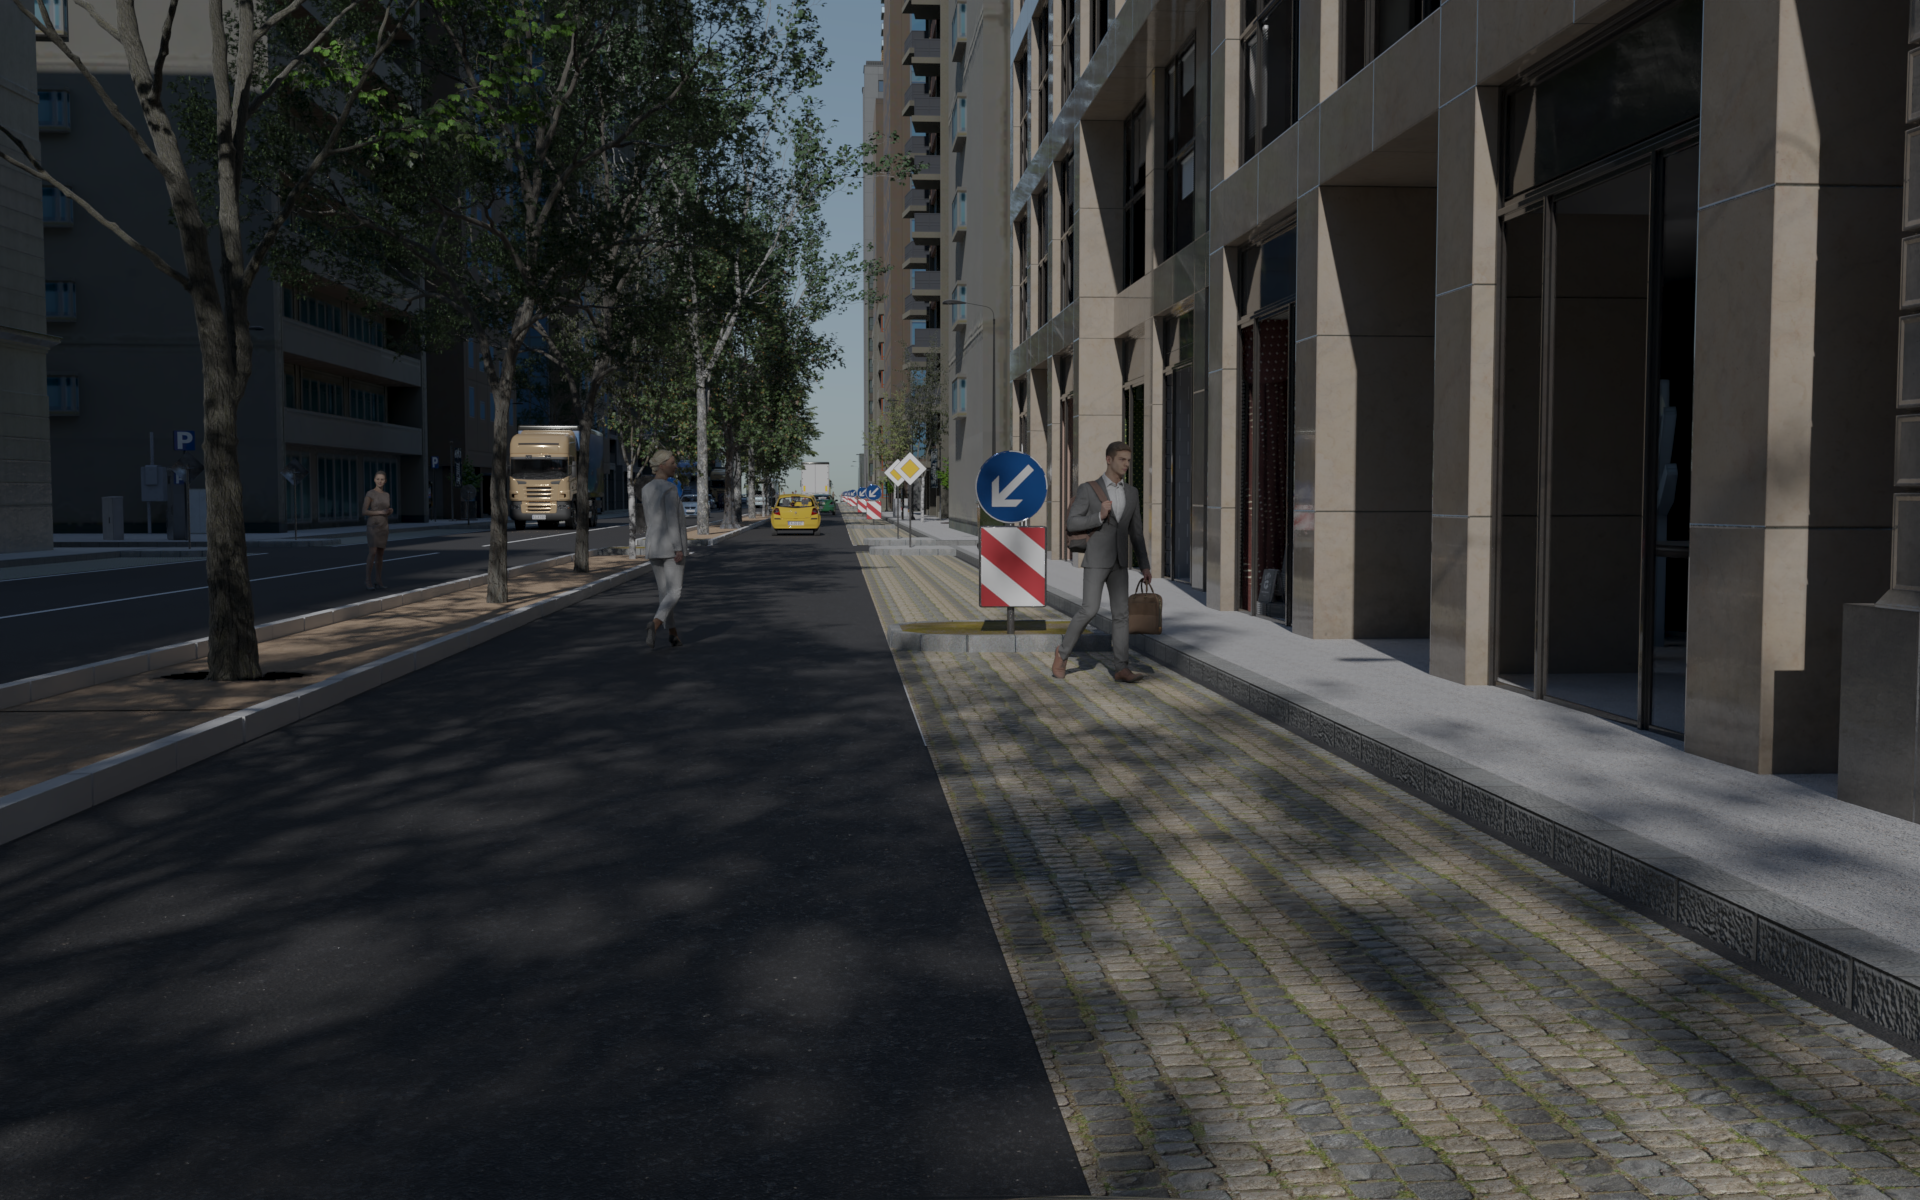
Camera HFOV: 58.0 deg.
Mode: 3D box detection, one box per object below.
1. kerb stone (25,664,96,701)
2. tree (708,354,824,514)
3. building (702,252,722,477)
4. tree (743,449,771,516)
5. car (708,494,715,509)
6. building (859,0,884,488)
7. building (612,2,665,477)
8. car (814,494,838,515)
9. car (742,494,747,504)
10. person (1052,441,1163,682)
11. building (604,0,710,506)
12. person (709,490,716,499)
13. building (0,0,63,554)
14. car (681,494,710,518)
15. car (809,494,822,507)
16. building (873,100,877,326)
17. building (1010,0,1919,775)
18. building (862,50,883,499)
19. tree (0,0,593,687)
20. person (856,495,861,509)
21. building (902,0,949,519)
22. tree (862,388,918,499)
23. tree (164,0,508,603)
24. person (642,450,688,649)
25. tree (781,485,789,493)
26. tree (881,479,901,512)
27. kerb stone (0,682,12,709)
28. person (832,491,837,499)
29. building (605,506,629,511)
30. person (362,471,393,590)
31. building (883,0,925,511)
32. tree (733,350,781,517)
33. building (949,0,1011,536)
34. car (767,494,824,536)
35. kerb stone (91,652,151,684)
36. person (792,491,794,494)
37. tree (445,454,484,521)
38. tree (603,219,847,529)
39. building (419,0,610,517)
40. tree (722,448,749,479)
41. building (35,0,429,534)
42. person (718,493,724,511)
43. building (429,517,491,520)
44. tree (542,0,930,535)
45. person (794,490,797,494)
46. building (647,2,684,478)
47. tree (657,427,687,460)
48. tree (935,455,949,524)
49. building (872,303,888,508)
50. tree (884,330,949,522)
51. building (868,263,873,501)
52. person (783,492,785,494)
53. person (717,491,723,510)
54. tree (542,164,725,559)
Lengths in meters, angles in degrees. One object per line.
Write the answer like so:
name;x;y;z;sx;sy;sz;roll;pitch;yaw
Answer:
kerb stone;-6.474;0.602;12.390;0.120;0.150;1.000;0;4;-4
tree;-13.334;-12.235;120.624;7.486;12.596;7.792;0;3;0
building;-43.982;-37.583;264.584;14.600;45.320;14.200;0;4;-4
tree;-12.739;-9.880;114.358;4.737;8.622;4.395;0;3;0
car;-24.052;-9.246;163.169;2.014;1.417;4.499;0;4;-5
building;-4.388;-58.391;267.359;22.319;86.520;31.000;0;4;-4
building;-44.812;-35.943;176.905;28.713;52.752;27.495;0;4;-4
car;-9.338;-6.474;117.650;2.131;1.459;4.920;0;4;-4
car;-28.093;-13.066;225.636;2.014;1.417;4.499;0;4;-5
person;1.115;-0.290;13.199;0.622;1.834;0.822;-3;4;-37
building;-45.956;-49.406;246.034;20.563;71.187;20.611;0;4;-4
person;-24.823;-10.071;172.797;0.705;1.869;1.348;2;4;26
building;-41.544;-15.468;29.318;44.131;29.872;17.030;0;4;-4
car;-15.908;-5.592;103.434;2.014;1.417;4.499;0;4;-3
car;-9.181;-5.625;102.189;2.015;1.641;3.980;0;4;-4
building;-2.578;-33.190;192.760;14.600;45.320;14.200;0;4;-4
building;11.999;-13.469;24.726;19.350;26.468;34.151;0;4;-4
building;-2.770;-42.571;238.027;21.231;58.520;28.212;0;4;-4
tree;-5.722;-5.194;13.141;9.928;11.665;9.643;0;3;0
person;-8.950;-8.845;153.667;0.990;1.755;0.434;-2;4;-28
building;8.002;-27.135;98.289;22.147;44.769;28.867;0;4;-4
tree;-4.577;-10.331;119.280;4.737;8.622;4.395;0;3;0
tree;-6.059;-5.208;22.020;8.767;10.594;7.601;0;4;-4
person;-2.759;-0.466;15.996;0.514;1.842;0.818;1;4;23
tree;-12.309;-9.513;108.356;4.360;8.622;3.978;0;3;0
tree;-4.928;-8.123;127.405;1.663;3.219;1.824;0;3;0
kerb stone;-6.396;0.666;11.365;0.120;0.150;1.000;0;4;-4
person;-19.065;-15.435;260.877;0.705;1.823;1.348;3;5;44
building;-39.133;-43.678;152.386;20.563;71.187;20.611;0;4;-4
person;-8.749;-1.054;26.074;0.374;1.781;0.599;2;4;28
building;0.542;-30.529;149.259;14.600;45.320;14.200;0;4;-4
tree;-10.235;-7.645;77.820;4.360;8.622;3.978;0;3;0
building;10.365;-26.710;60.417;21.600;48.544;21.300;0;4;-4
car;-5.780;-3.094;60.812;2.015;1.641;3.980;0;4;-6
kerb stone;-6.548;0.540;13.410;0.120;0.150;1.000;0;4;-4
person;-19.358;-11.640;199.531;0.721;1.743;1.217;3;5;39
tree;-23.856;-5.476;84.134;1.663;3.219;1.824;0;3;0
tree;-9.438;-9.248;70.662;9.611;12.733;9.660;0;3;0
building;-31.254;-28.391;114.305;14.600;45.320;14.200;0;4;-4
tree;-37.704;-22.759;282.477;12.009;13.543;11.850;0;3;0
building;-33.606;-26.975;64.742;21.300;48.544;21.600;0;4;-4
person;-19.065;-8.100;141.020;1.350;1.814;0.705;0;4;7
building;-32.131;-27.028;92.025;14.600;45.320;14.200;0;4;-4
tree;-7.728;-12.293;59.339;12.611;20.169;13.585;0;3;0
person;-17.408;-10.770;184.456;0.599;1.838;0.709;0;4;-1
building;-44.997;-55.438;219.090;22.319;86.520;31.000;0;4;-4
tree;-31.744;-17.133;198.256;7.486;12.596;7.792;0;3;0
tree;-0.199;-4.913;74.929;1.663;3.219;1.824;0;3;0
building;5.430;-20.008;172.174;27.650;21.520;28.899;0;4;-4
tree;-1.670;-7.837;78.501;4.360;8.622;3.978;0;3;0
building;-4.539;-27.250;217.235;14.160;30.474;14.107;0;4;-4
person;-19.919;-11.427;196.256;0.530;1.710;0.541;1;4;12
person;-21.215;-8.801;153.313;0.541;1.710;0.530;-1;4;-21
tree;-7.157;-5.182;37.553;4.360;8.622;3.978;0;3;0
